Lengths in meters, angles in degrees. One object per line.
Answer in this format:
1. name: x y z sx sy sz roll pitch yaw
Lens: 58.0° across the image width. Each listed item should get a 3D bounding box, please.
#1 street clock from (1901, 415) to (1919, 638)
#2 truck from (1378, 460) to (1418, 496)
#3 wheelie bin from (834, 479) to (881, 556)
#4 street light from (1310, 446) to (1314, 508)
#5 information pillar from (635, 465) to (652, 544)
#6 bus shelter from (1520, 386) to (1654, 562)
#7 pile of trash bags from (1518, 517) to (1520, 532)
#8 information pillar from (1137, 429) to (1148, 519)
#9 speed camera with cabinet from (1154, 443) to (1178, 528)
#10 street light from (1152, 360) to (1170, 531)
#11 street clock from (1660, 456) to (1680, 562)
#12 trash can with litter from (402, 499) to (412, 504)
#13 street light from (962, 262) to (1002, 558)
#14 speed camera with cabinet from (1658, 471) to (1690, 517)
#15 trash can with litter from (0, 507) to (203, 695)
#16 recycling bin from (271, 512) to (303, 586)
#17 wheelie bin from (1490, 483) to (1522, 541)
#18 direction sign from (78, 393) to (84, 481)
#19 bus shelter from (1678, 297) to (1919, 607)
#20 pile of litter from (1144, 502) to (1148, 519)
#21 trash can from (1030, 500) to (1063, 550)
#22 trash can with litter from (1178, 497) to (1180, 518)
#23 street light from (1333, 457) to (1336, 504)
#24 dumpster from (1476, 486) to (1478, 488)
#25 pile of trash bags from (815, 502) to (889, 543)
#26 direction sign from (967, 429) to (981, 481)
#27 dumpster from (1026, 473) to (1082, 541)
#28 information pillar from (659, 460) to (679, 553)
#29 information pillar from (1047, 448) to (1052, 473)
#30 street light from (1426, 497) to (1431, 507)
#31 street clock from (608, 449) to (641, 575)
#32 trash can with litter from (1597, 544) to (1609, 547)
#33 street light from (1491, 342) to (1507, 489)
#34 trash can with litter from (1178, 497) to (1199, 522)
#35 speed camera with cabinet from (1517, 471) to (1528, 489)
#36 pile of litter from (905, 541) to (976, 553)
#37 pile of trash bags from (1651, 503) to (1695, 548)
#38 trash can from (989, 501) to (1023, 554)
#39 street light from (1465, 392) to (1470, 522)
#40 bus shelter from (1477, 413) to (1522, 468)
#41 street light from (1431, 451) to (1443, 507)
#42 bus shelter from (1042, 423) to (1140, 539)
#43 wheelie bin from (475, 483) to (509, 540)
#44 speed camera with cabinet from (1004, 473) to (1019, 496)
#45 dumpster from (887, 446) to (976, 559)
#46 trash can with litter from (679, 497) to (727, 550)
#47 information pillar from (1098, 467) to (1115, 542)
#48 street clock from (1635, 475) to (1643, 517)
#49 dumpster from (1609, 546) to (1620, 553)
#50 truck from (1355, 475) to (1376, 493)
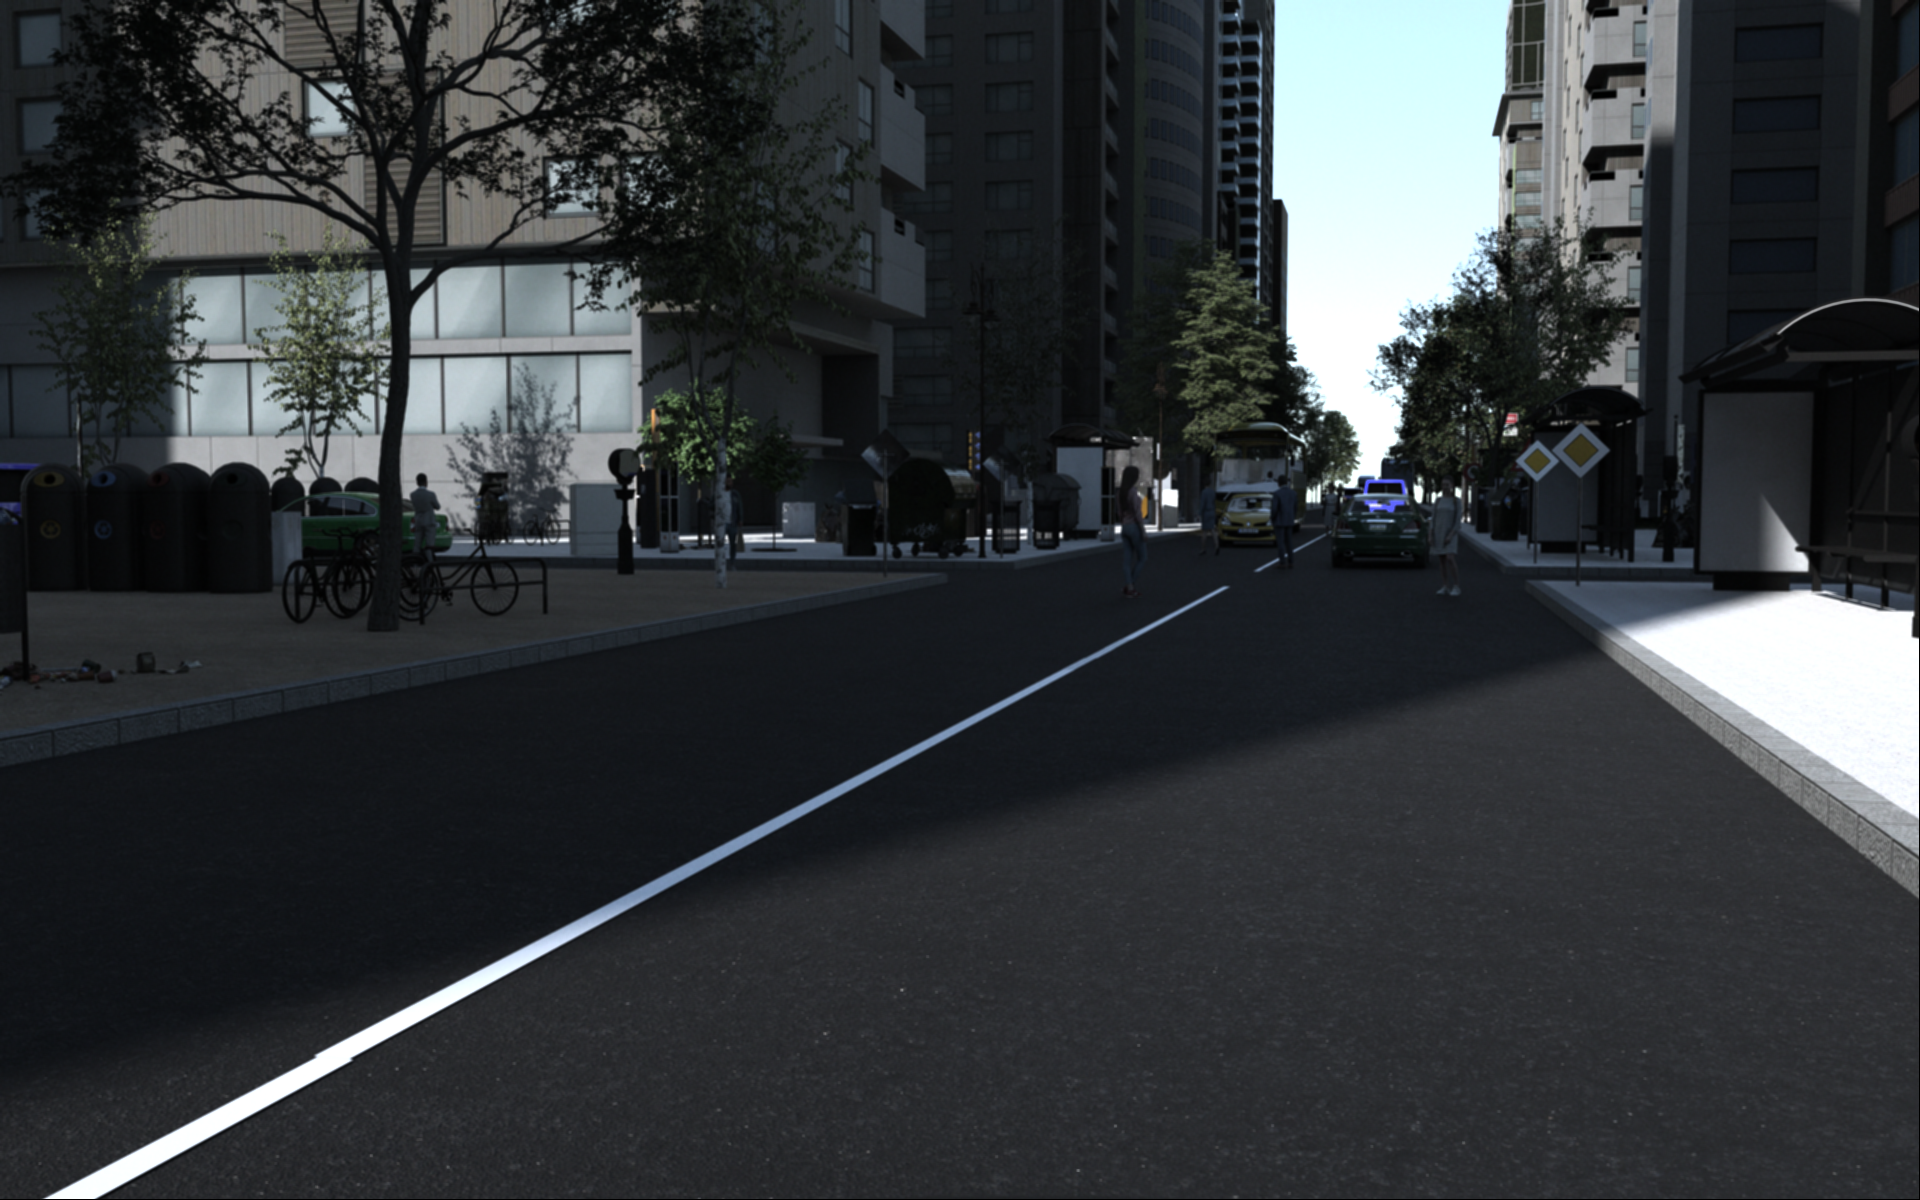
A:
1. street clock: 8.621 -0.661 15.371 0.471 2.002 0.358 0 4 4
2. truck: 31.363 -8.264 124.870 2.967 4.110 18.799 1 4 15
3. wheelie bin: -2.144 -1.714 35.940 0.980 1.594 0.693 -1 4 -19
4. street light: 32.750 -11.513 161.020 0.468 5.910 1.993 1 4 14
5. information pillar: -8.105 -2.440 44.393 0.304 2.012 0.304 2 4 29
6. bus shelter: 12.541 -2.515 35.049 2.014 3.302 5.546 1 4 14
7. pile of trash bags: 19.429 -3.118 60.730 1.912 1.369 3.447 0 4 -2
8. information pillar: 6.549 -4.336 62.242 0.504 3.616 0.183 -3 5 -43
9. speed camera with cabinet: 7.969 -4.437 66.879 0.660 3.252 2.038 0 4 -4
10. street light: 6.969 -5.341 60.111 0.468 5.910 1.993 1 4 14
11. street clock: 13.422 -1.724 32.764 0.358 2.002 0.471 1 4 18
12. trash can with litter: -12.842 -1.735 39.749 0.624 1.170 1.055 0 4 -3
13. street light: 0.447 -3.784 34.655 0.468 5.910 1.993 1 4 14
14. speed camera with cabinet: 27.778 -4.421 66.620 0.660 3.252 2.038 -1 4 -17
15. trash can with litter: -6.227 -0.050 11.870 1.678 1.210 2.233 3 5 41
16. recycling bin: -9.803 -0.735 24.575 0.722 1.027 0.722 0 4 -3
17. wheelie bin: 15.025 -2.431 47.649 0.693 1.594 0.980 -1 4 -10
18. direction sign: -19.810 -2.879 39.062 0.379 3.537 0.876 -2 4 -26
19. bus shelter: 9.957 -1.624 20.478 2.014 3.302 5.546 1 4 14
20. pile of litter: 9.762 -4.674 90.387 1.719 0.858 1.176 1 4 12
21. trash can: 2.005 -1.743 40.144 0.748 1.137 0.748 0 3 0
22. trash can with litter: 11.246 -4.913 91.718 0.624 1.170 1.055 -1 4 -12
23. street light: 46.639 -14.832 215.292 0.468 5.910 1.993 1 4 14
24. dumpster: 23.939 -4.441 78.366 1.264 1.857 1.865 1 4 14
25. pile of trash bags: -2.075 -2.241 46.390 3.447 1.369 1.912 -2 4 -24
26. direction sign: 0.481 -4.198 60.633 0.379 3.537 0.876 -2 4 -32
27. dumpster: 2.582 -2.578 47.916 1.264 1.857 1.865 1 4 14
28. information pillar: -6.329 -2.031 37.695 0.304 2.012 0.304 2 4 33
29. information pillar: 4.558 -5.864 87.225 0.504 3.616 0.183 3 5 41
30. street light: 48.403 -12.539 177.795 0.468 5.910 1.993 1 4 14
31. street clock: -5.343 -1.410 27.631 0.358 2.002 0.471 3 5 44
32. trash can with litter: 15.793 -1.888 42.250 0.624 1.170 1.055 2 4 35
33. street light: 16.382 -4.884 52.649 0.468 5.910 1.993 1 4 14
34. trash can with litter: 10.517 -4.194 79.626 1.678 1.210 2.233 0 4 6
35. speed camera with cabinet: 22.370 -4.647 70.320 2.038 3.252 0.660 3 5 42
36. pile of litter: -0.404 -1.485 38.248 1.176 0.858 1.719 -3 4 -38
37. pile of trash bags: 18.409 -1.958 41.762 3.447 1.369 1.912 -2 4 -34
38. trash can: 0.992 -1.577 37.435 0.748 1.137 0.748 0 3 0
39. street light: 22.880 -6.445 78.158 0.468 5.910 1.993 1 4 14
40. bus shelter: 25.850 -6.466 83.345 2.179 5.291 8.768 1 4 14
41. street light: 41.820 -10.959 151.968 0.468 5.910 1.993 1 4 14
42. bus shelter: 4.007 -3.555 52.041 2.014 3.302 5.546 1 4 14
43. wheelie bin: -12.985 -2.465 48.215 0.693 1.594 0.980 3 5 43
44. speed camera with cabinet: 3.196 -5.725 87.936 2.038 3.252 0.660 -2 4 -24
45. dumpster: -0.623 -1.977 34.810 1.502 2.255 1.985 1 4 14
46. trash can with litter: -6.243 -1.793 40.368 1.678 1.210 2.233 1 4 21
47. information pillar: 3.982 -2.579 46.658 0.304 2.012 0.304 2 4 29
48. street clock: 25.471 -3.701 65.079 0.358 2.002 0.471 3 4 36
49. dumpster: 14.225 -2.019 38.766 1.264 1.857 1.865 1 4 14
50. truck: 59.377 -15.999 251.346 2.967 4.110 18.799 1 4 16
